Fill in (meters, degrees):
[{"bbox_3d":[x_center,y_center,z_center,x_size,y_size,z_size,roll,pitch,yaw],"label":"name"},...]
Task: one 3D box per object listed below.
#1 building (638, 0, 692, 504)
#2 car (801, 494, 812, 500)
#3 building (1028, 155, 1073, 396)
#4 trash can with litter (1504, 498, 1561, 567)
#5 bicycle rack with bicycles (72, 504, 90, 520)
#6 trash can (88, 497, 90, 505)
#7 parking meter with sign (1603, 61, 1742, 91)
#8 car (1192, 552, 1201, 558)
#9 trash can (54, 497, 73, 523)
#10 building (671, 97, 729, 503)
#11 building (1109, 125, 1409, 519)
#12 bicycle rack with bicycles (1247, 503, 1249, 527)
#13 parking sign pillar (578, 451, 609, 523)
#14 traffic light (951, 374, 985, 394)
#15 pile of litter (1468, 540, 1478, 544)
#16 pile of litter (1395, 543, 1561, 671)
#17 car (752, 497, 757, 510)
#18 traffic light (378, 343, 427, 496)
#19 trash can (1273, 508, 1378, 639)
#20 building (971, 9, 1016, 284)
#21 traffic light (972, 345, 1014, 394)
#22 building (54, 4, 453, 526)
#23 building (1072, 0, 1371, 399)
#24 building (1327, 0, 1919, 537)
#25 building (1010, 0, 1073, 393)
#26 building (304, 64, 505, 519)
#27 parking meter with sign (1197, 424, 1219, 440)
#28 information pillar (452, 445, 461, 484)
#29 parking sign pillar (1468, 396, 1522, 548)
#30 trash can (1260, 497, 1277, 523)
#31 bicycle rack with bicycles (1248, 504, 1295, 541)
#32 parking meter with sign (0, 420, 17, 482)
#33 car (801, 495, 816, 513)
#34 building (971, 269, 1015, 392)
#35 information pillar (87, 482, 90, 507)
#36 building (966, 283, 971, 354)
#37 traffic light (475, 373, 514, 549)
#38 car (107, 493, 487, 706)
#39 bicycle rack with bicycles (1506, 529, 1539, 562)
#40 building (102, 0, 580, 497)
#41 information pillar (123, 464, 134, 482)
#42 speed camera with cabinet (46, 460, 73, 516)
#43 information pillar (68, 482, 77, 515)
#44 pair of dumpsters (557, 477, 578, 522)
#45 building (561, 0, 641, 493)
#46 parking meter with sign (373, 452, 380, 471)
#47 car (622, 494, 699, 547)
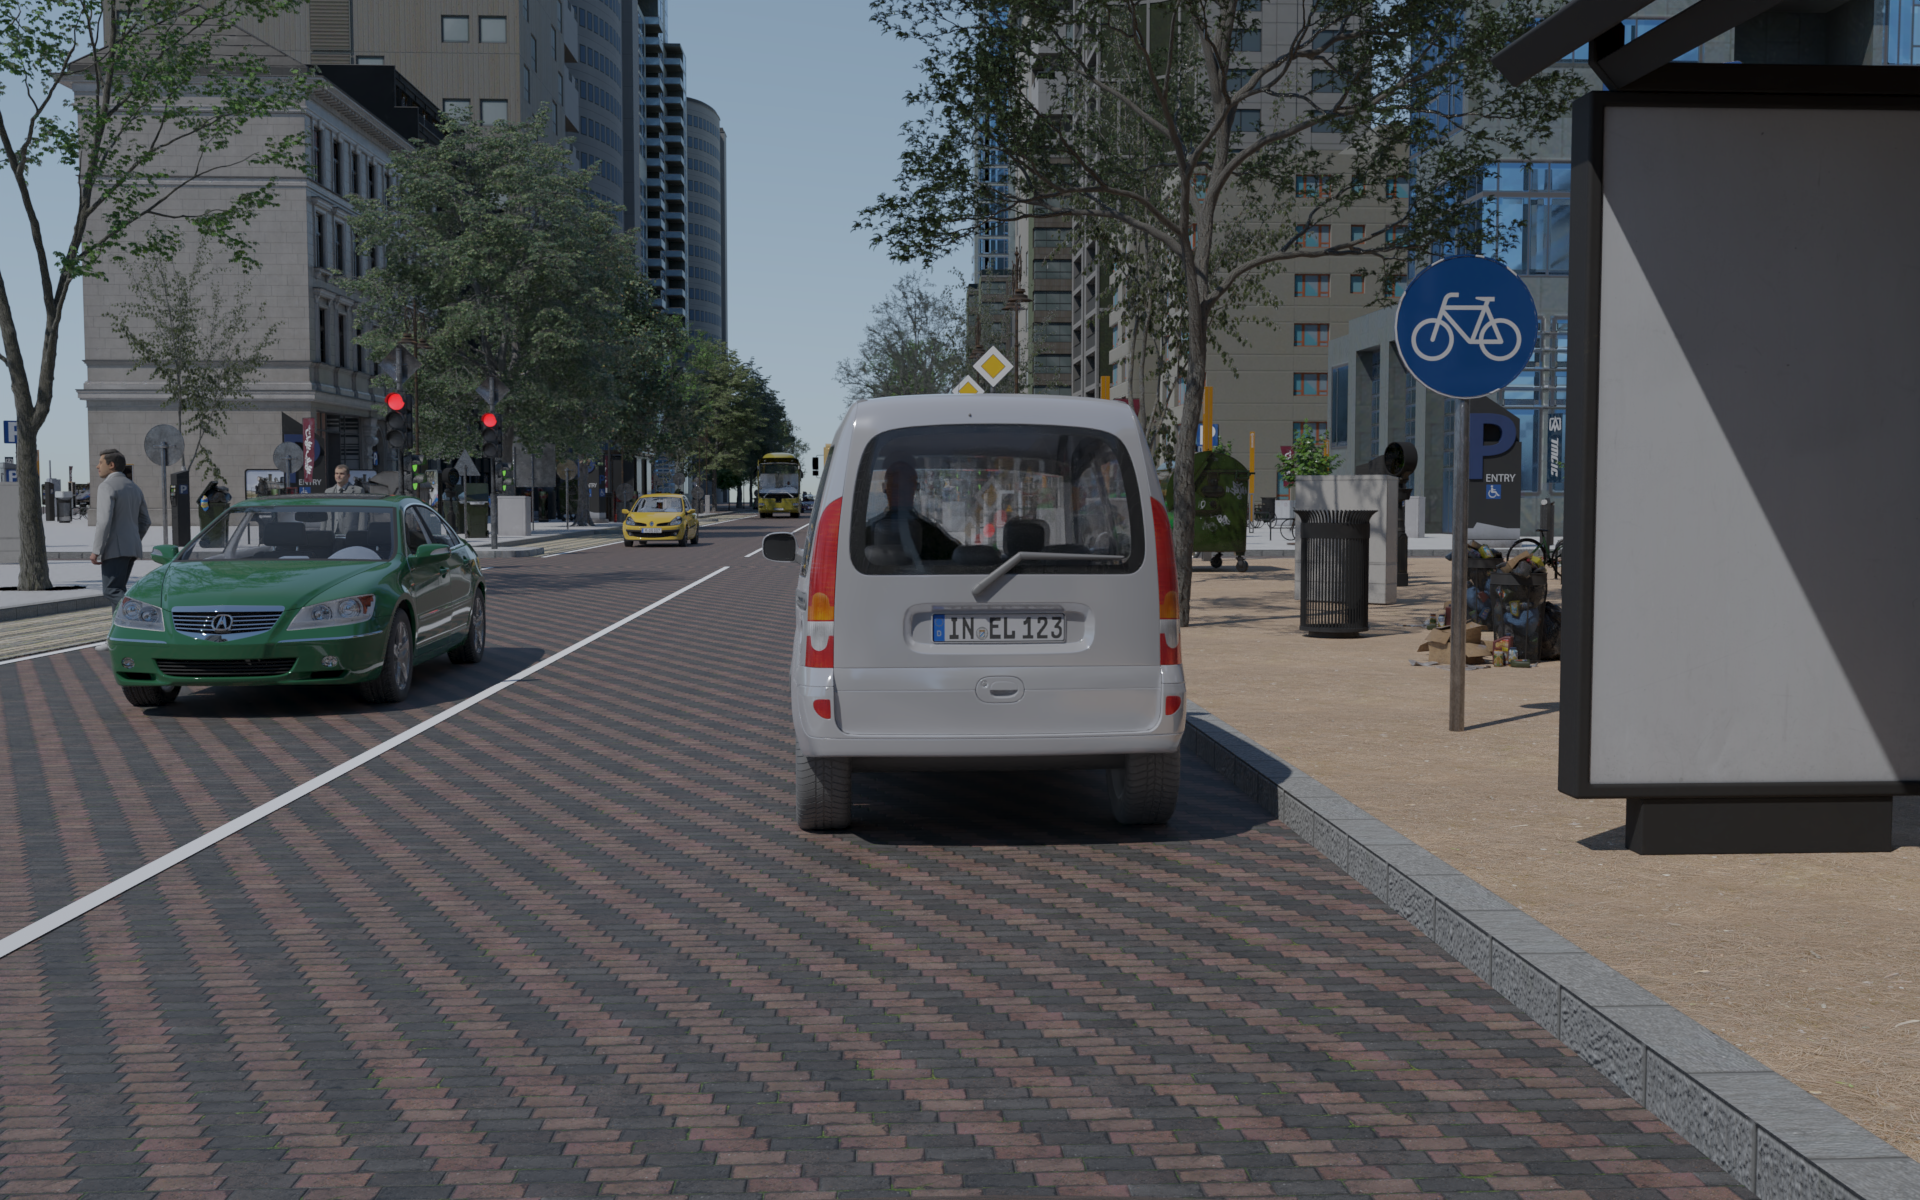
[{"bbox_3d":[-45.576,-55.661,222.721,22.319,86.520,31.000,0,4,-3],"label":"building"},{"bbox_3d":[-22.308,-14.965,254.894,2.015,1.641,3.980,0,4,-4],"label":"car"},{"bbox_3d":[12.566,-22.930,146.610,14.160,30.474,14.107,0,4,-3],"label":"building"},{"bbox_3d":[10.612,-1.251,31.516,1.678,1.210,2.233,1,4,13],"label":"trash can with litter"},{"bbox_3d":[-43.246,-4.511,87.140,2.925,0.926,2.852,-1,4,-13],"label":"bicycle rack with bicycles"},{"bbox_3d":[-45.155,-4.823,90.513,0.748,1.137,0.748,0,3,0],"label":"trash can"},{"bbox_3d":[3.386,-0.712,7.902,0.543,3.016,1.738,2,4,33],"label":"parking meter with sign"},{"bbox_3d":[3.321,-1.713,36.811,4.718,1.807,1.959,0,4,-3],"label":"car"},{"bbox_3d":[-39.768,-3.990,76.897,0.748,1.137,0.748,0,3,0],"label":"trash can"},{"bbox_3d":[-45.630,-43.502,253.249,21.231,58.520,28.212,0,4,-3],"label":"building"},{"bbox_3d":[24.654,-15.786,103.133,27.650,21.520,28.899,0,4,-3],"label":"building"},{"bbox_3d":[10.591,-3.151,64.894,2.925,0.926,2.852,-1,4,-22],"label":"bicycle rack with bicycles"},{"bbox_3d":[-16.284,-5.386,76.536,1.447,3.967,1.447,2,4,33],"label":"parking sign pillar"},{"bbox_3d":[0.172,-3.174,40.823,0.839,4.253,0.868,0,4,-3],"label":"traffic light"},{"bbox_3d":[5.009,-0.152,16.449,1.176,0.858,1.719,-2,4,-33],"label":"pile of litter"},{"bbox_3d":[4.042,0.039,13.325,1.719,0.858,1.176,-2,4,-34],"label":"pile of litter"},{"bbox_3d":[-16.308,-8.308,144.624,1.959,1.807,4.718,0,4,-2],"label":"car"},{"bbox_3d":[-10.388,-2.649,32.238,0.839,4.253,0.868,0,4,-3],"label":"traffic light"},{"bbox_3d":[3.363,-0.238,15.550,0.748,1.137,0.748,0,3,0],"label":"trash can"},{"bbox_3d":[10.550,-57.868,258.807,22.319,86.520,31.000,0,4,-3],"label":"building"},{"bbox_3d":[0.606,-2.687,32.850,0.839,4.253,0.868,0,4,-3],"label":"traffic light"},{"bbox_3d":[-30.309,-13.387,69.782,10.553,20.767,40.483,0,4,-3],"label":"building"},{"bbox_3d":[17.550,-42.204,128.285,20.563,71.187,20.611,0,4,-3],"label":"building"},{"bbox_3d":[30.013,-45.777,61.118,31.000,86.520,22.319,0,4,-3],"label":"building"},{"bbox_3d":[19.833,-35.392,167.894,28.713,52.752,27.495,0,4,-3],"label":"building"},{"bbox_3d":[-33.446,-16.392,97.680,12.332,23.373,15.834,0,4,-3],"label":"building"},{"bbox_3d":[5.814,-2.825,42.443,0.543,3.016,1.738,2,4,25],"label":"parking meter with sign"},{"bbox_3d":[-23.883,-5.555,82.183,0.183,3.616,0.504,2,4,26],"label":"information pillar"},{"bbox_3d":[12.840,-3.261,41.783,1.447,3.967,1.447,0,4,7],"label":"parking sign pillar"},{"bbox_3d":[13.936,-4.074,78.265,0.748,1.137,0.748,0,3,0],"label":"trash can"},{"bbox_3d":[9.857,-2.062,47.101,2.925,0.926,2.852,-1,4,-16],"label":"bicycle rack with bicycles"},{"bbox_3d":[-22.852,-2.785,41.794,0.543,3.016,1.738,-3,4,-36],"label":"parking meter with sign"},{"bbox_3d":[-11.236,-7.267,131.398,1.945,1.354,3.894,0,4,-5],"label":"car"},{"bbox_3d":[9.270,-27.621,223.300,14.160,30.474,14.107,0,4,-3],"label":"building"},{"bbox_3d":[-55.128,-6.444,109.853,0.304,2.012,0.304,-3,5,-45],"label":"information pillar"},{"bbox_3d":[7.731,-28.509,237.820,14.160,30.474,14.107,0,4,-3],"label":"building"},{"bbox_3d":[-10.822,-3.137,40.211,0.839,4.253,0.868,0,4,-3],"label":"traffic light"},{"bbox_3d":[-4.869,-0.092,13.306,2.131,1.459,4.920,0,4,-5],"label":"car"},{"bbox_3d":[9.505,-0.728,25.280,2.925,0.926,2.852,1,4,17],"label":"bicycle rack with bicycles"},{"bbox_3d":[-43.137,-32.872,126.690,28.713,52.752,27.495,0,4,-3],"label":"building"},{"bbox_3d":[-20.388,-2.318,42.387,0.304,2.012,0.304,-3,4,-36],"label":"information pillar"},{"bbox_3d":[-52.422,-6.512,100.812,2.038,3.252,0.660,3,4,38],"label":"speed camera with cabinet"},{"bbox_3d":[-53.310,-6.086,103.994,0.304,2.012,0.304,1,4,14],"label":"information pillar"},{"bbox_3d":[-18.184,-4.903,82.657,1.574,2.255,4.437,0,4,-3],"label":"pair of dumpsters"},{"bbox_3d":[-40.995,-37.476,154.733,21.231,58.520,28.212,0,4,-3],"label":"building"},{"bbox_3d":[-23.371,-4.628,71.925,1.738,3.016,0.543,-2,4,-35],"label":"parking meter with sign"},{"bbox_3d":[-8.309,-2.325,48.242,2.015,1.641,3.980,0,4,-2],"label":"car"}]
